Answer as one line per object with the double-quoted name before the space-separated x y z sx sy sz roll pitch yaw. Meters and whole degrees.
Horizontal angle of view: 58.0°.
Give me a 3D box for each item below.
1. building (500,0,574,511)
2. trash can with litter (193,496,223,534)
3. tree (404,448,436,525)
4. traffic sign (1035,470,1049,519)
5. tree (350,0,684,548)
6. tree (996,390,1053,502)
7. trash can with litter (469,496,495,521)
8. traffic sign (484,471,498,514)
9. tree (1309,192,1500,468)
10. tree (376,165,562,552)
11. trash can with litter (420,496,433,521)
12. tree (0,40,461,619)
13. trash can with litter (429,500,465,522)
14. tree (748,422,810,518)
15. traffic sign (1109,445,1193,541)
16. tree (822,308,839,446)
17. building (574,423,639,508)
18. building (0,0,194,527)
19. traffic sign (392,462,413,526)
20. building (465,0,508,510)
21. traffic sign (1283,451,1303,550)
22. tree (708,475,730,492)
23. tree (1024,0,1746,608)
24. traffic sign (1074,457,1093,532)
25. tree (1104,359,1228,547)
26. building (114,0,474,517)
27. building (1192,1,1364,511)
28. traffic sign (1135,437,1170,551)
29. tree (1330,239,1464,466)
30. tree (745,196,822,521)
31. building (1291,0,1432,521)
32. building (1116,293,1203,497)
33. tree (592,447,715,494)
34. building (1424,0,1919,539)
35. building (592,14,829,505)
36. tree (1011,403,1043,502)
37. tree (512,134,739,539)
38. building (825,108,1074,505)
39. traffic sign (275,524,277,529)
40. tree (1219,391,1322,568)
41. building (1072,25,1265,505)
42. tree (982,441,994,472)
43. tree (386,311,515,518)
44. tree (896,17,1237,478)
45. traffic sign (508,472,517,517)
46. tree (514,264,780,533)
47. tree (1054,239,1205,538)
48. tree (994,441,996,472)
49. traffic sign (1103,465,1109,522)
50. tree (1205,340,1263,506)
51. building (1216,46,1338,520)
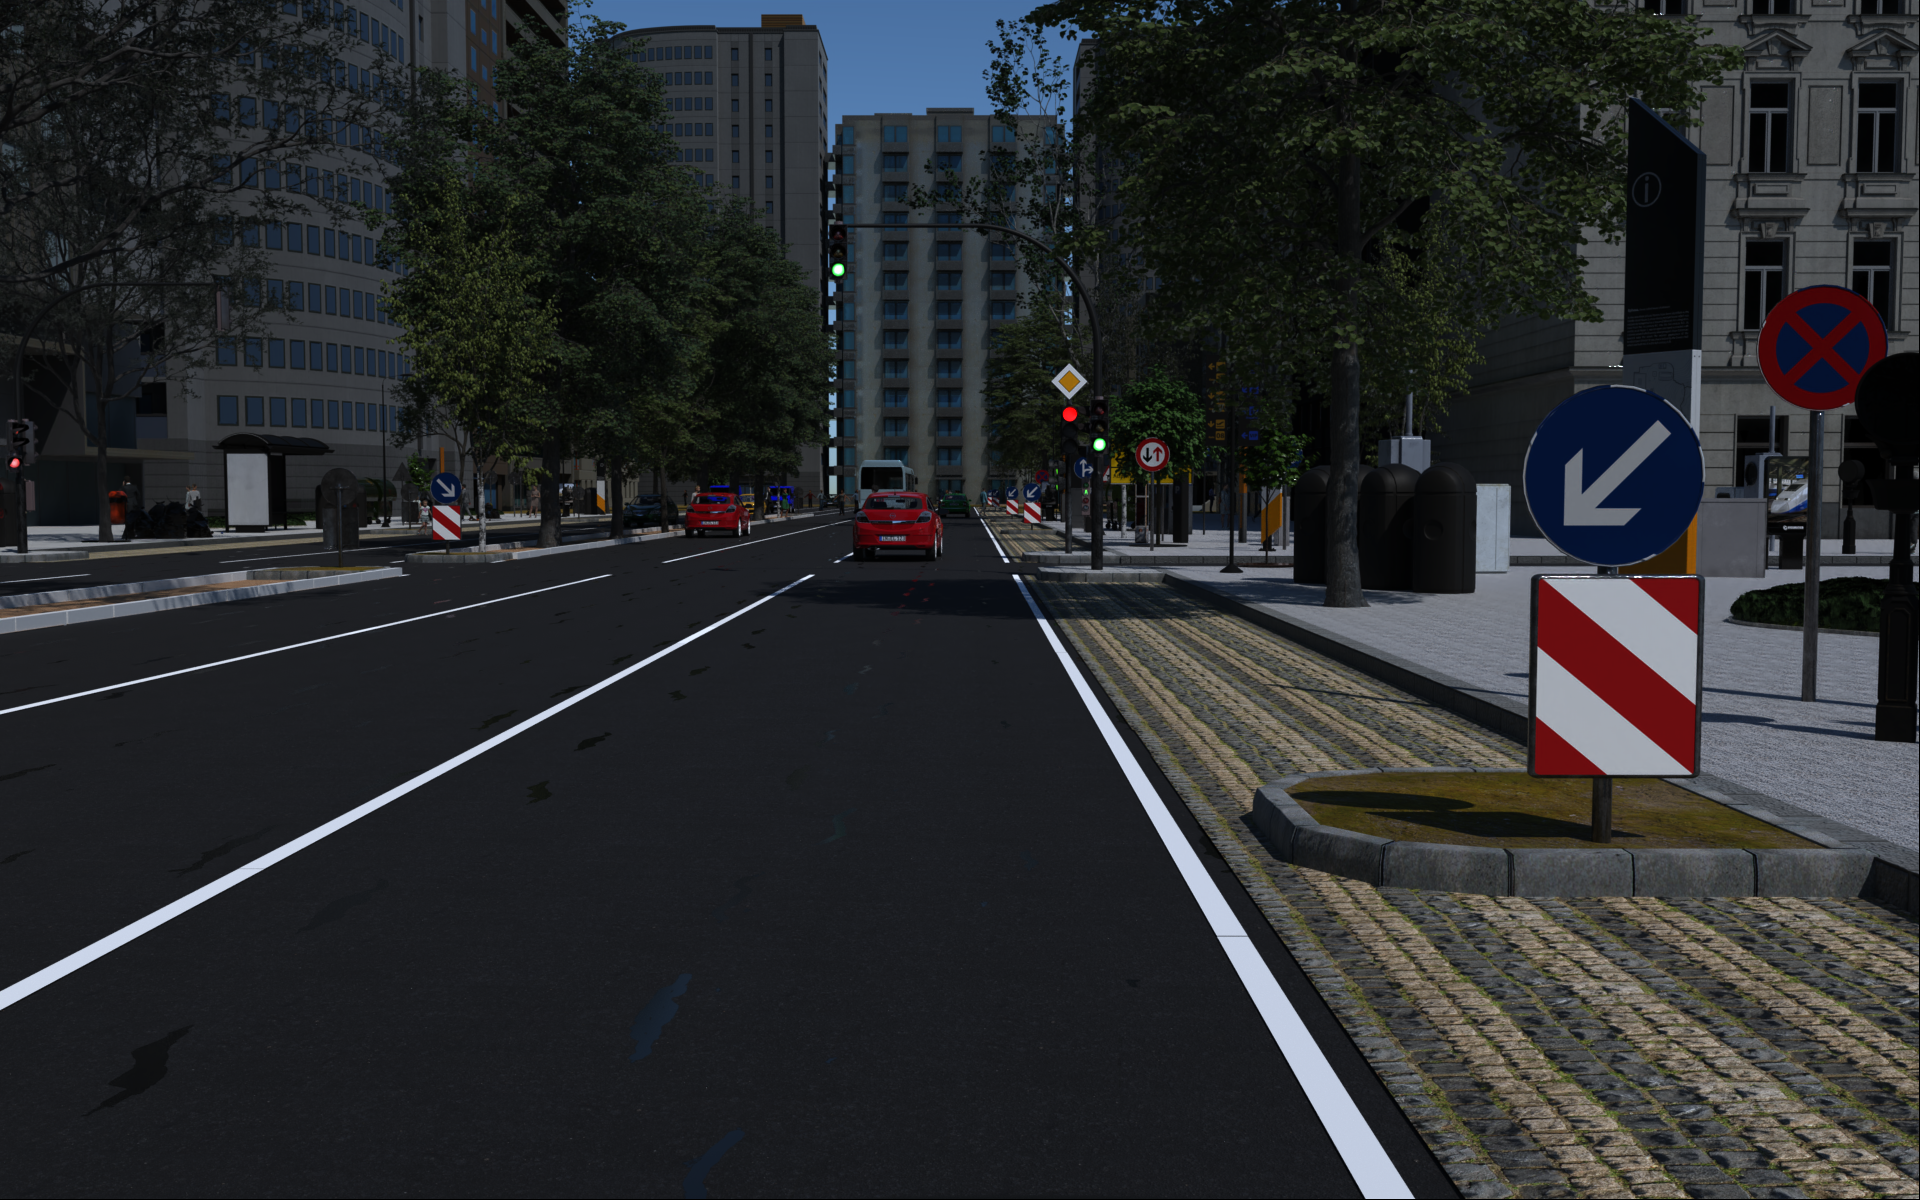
"building" -43.828 -31.396 137.022 21.300 48.544 21.600 0 4 0
"trash can with litter" -24.374 -2.696 55.136 1.678 1.210 2.233 -2 4 -25
"tree" -22.939 -4.785 72.831 1.663 3.219 1.824 0 3 0
"traffic sign" 4.297 -5.526 90.453 0.768 2.556 0.104 1 4 9
"tree" -10.848 -8.337 45.424 9.857 13.997 8.962 0 3 0
"tree" 5.546 -10.149 116.304 4.360 8.622 3.978 0 3 0
"trash can with litter" -22.937 -4.394 82.895 1.678 1.210 2.233 -1 4 -12
"traffic sign" -25.061 -5.650 92.478 0.768 2.556 0.104 1 4 8
"tree" 11.292 -5.676 43.163 4.737 8.622 4.395 0 3 0
"tree" -10.625 -5.222 38.203 4.737 8.622 4.395 0 3 0
"trash can with litter" -25.252 -4.355 82.585 0.624 1.170 1.055 3 5 43
"tree" -10.901 -6.444 18.184 12.009 13.543 11.850 0 3 0
"trash can with litter" -23.716 -4.143 78.788 1.678 1.210 2.233 -3 4 -36
"tree" -10.372 -8.929 98.816 4.360 8.622 3.978 0 3 0
"traffic sign" 5.186 -3.249 46.990 2.265 3.308 0.079 0 4 5
"tree" -10.694 -10.535 81.364 9.857 13.997 8.962 0 3 0
"building" -47.454 -19.489 163.681 28.899 21.520 27.650 0 4 0
"building" -47.120 -28.869 61.250 28.713 52.752 27.495 0 4 0
"traffic sign" -22.717 -4.317 70.587 0.884 2.594 0.081 0 4 3
"building" -40.178 -28.682 119.059 14.600 45.320 14.200 0 4 0
"traffic sign" 7.469 -2.428 39.802 0.768 2.556 0.104 0 4 1
"tree" -22.948 -10.813 160.501 4.285 4.588 4.351 0 3 0
"tree" 4.352 -6.166 18.941 7.486 12.596 7.792 0 3 0
"traffic sign" 4.254 -3.594 58.872 0.768 2.556 0.104 0 4 2
"tree" 4.790 -3.594 42.478 4.285 4.588 4.351 0 3 0
"building" -42.252 -33.961 97.269 21.231 58.520 28.212 0 4 0
"building" 32.221 -27.175 136.188 32.217 40.220 23.993 0 4 0
"traffic sign" 4.334 -2.382 39.045 0.768 2.556 0.104 0 4 4
"tree" 12.651 -6.072 49.639 4.360 8.622 3.978 0 3 0
"tree" -10.722 -9.927 71.426 9.857 13.997 8.962 0 3 0
"building" 21.912 -14.949 74.089 12.332 23.373 15.834 0 4 0
"building" 29.785 -19.458 163.179 27.650 21.520 28.899 0 4 0
"tree" -23.010 -13.104 131.259 9.611 12.733 9.660 0 3 0
"building" 38.725 -17.091 55.854 44.131 29.872 17.030 0 4 0
"building" -30.776 -41.283 216.977 28.212 58.520 21.231 0 4 0
"tree" 5.470 -11.263 134.511 4.737 8.622 4.395 0 3 0
"tree" -10.910 -8.196 54.586 7.486 12.596 7.792 0 3 0
"building" -1.286 -36.570 217.533 30.456 49.044 23.786 0 4 0
"traffic sign" -24.770 -3.700 62.632 0.606 2.300 0.079 0 4 5
"tree" 5.413 -2.187 30.365 1.663 3.219 1.824 0 3 0
"building" 28.686 -41.287 217.041 28.212 58.520 21.231 0 4 0
"tree" 4.682 -13.985 179.015 4.360 8.622 3.978 0 3 0
"tree" -23.011 -8.917 80.198 7.601 10.594 8.767 1 4 13
"tree" 4.107 -13.128 70.526 12.611 20.169 13.585 0 3 0
"traffic sign" -25.323 -6.011 98.386 0.768 2.556 0.104 1 4 9
"tree" -10.571 -7.671 62.286 8.767 10.594 7.601 0 4 0
"tree" 4.768 -6.086 49.864 4.360 8.622 3.978 0 3 0
"tree" 5.800 -12.664 157.414 4.360 8.622 3.978 0 3 0
"traffic sign" 6.717 -4.784 78.219 0.884 2.594 0.081 0 4 5
"tree" 12.415 -7.987 80.957 4.360 8.622 3.978 0 3 0
"building" 23.833 -16.155 97.425 16.112 22.955 30.059 0 4 0
